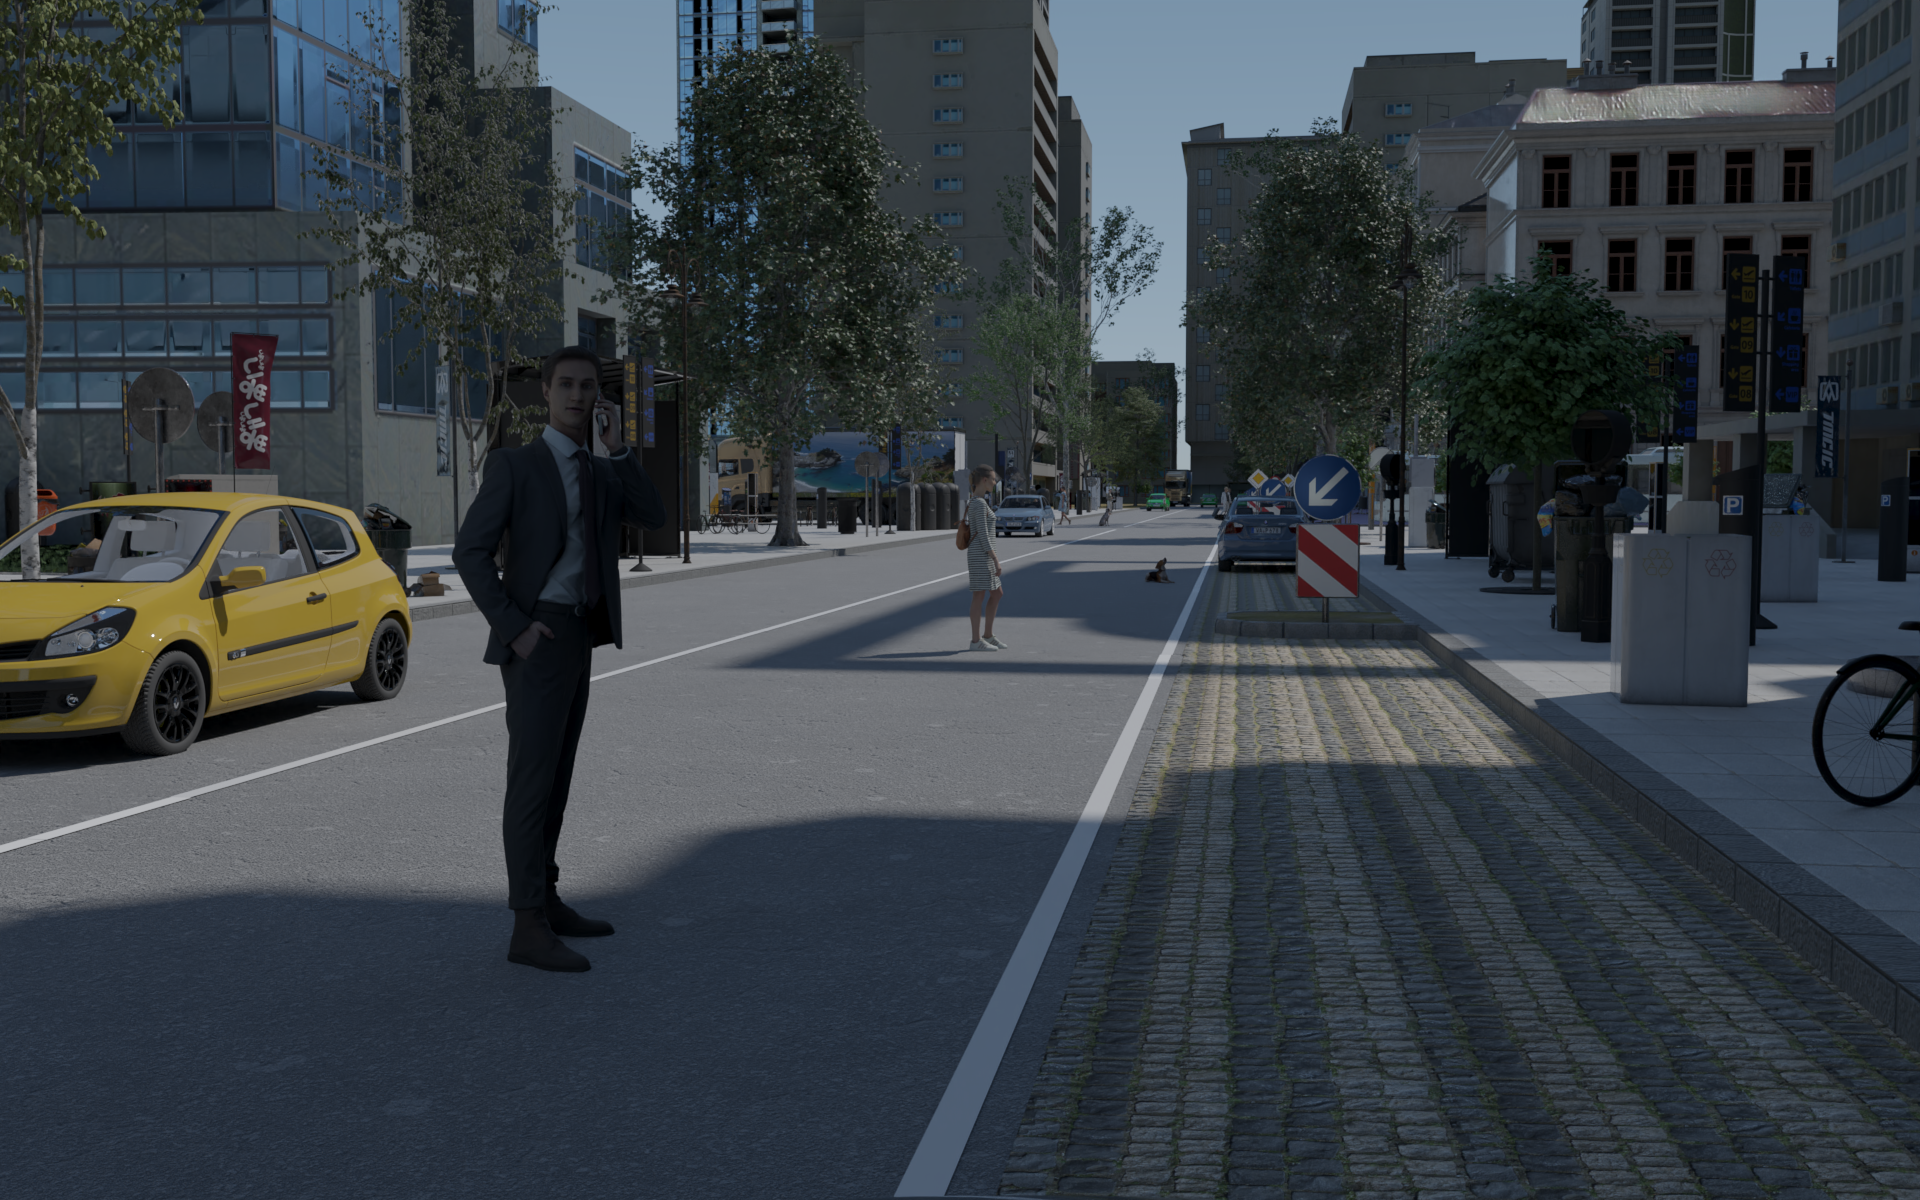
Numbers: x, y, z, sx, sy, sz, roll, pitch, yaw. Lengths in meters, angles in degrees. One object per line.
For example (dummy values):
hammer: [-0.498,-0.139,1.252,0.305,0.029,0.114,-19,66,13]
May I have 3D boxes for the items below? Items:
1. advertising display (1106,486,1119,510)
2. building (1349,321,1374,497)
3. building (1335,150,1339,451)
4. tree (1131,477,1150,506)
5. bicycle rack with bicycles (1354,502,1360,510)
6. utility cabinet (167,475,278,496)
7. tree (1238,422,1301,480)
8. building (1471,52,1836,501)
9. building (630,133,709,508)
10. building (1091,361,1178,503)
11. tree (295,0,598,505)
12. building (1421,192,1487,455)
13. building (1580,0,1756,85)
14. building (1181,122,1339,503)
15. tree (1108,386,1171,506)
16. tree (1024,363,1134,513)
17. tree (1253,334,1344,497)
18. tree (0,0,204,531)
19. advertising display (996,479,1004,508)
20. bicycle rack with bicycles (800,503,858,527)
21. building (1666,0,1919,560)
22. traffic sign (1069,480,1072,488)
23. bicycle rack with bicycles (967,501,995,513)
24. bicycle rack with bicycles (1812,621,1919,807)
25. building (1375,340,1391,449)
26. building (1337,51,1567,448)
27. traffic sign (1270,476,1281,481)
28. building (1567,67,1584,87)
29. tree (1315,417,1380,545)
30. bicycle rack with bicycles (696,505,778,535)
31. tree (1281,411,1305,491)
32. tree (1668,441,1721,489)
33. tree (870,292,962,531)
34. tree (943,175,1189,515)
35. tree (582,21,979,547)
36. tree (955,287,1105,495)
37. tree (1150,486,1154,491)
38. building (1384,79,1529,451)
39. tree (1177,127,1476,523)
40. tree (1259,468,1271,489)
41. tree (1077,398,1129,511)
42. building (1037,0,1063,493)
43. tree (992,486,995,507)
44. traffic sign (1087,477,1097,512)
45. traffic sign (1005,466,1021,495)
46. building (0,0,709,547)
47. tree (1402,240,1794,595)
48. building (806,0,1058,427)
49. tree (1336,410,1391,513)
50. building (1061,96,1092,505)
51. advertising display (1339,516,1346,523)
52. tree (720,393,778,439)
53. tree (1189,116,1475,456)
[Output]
advertising display: [12.052,-8.124,138.038,0.974,1.923,0.123,3,5,41]
building: [51.419,-19.450,163.039,27.650,21.520,28.899,1,4,9]
building: [52.014,-34.012,206.209,14.600,45.320,14.200,1,4,9]
tree: [19.722,-12.043,191.509,1.663,3.219,1.824,0,3,0]
bicycle rack with bicycles: [31.514,-7.739,139.910,2.852,0.926,2.925,-3,5,-41]
utility cabinet: [-8.557,-0.701,20.145,0.318,1.500,1.173,3,5,41]
tree: [28.657,-14.597,156.792,7.486,12.596,7.792,0,3,0]
building: [36.505,-15.190,84.516,21.152,22.565,11.583,1,4,9]
building: [-21.459,-55.051,212.747,31.000,86.520,22.319,1,4,9]
building: [17.325,-25.235,257.635,28.899,21.520,27.650,1,4,9]
tree: [-6.835,-4.501,23.955,4.360,8.622,3.978,0,3,0]
building: [32.677,-14.460,101.052,10.561,19.102,19.286,1,4,9]
building: [97.476,-48.963,238.799,20.611,71.187,20.563,1,4,9]
building: [46.398,-40.570,252.559,27.495,52.752,28.713,1,4,9]
tree: [18.813,-16.178,182.640,7.486,12.596,7.792,0,3,0]
tree: [8.605,-11.338,119.788,7.601,10.594,8.767,2,4,30]
tree: [20.275,-10.988,105.414,9.928,11.665,9.643,0,3,0]
tree: [-8.243,-3.934,14.687,4.737,8.622,4.395,0,3,0]
advertising display: [1.760,-4.350,76.341,0.123,1.923,0.974,-1,4,-13]
bicycle rack with bicycles: [-5.332,-3.403,69.015,2.852,0.926,2.925,0,4,-4]
building: [34.177,-21.131,37.372,32.217,40.220,23.993,1,4,9]
traffic sign: [7.972,-7.697,127.974,0.606,2.300,0.079,1,4,10]
bicycle rack with bicycles: [1.413,-4.738,90.847,2.925,0.926,2.852,1,4,23]
bicycle rack with bicycles: [4.896,0.401,6.829,2.925,0.926,2.852,0,4,4]
building: [40.184,-18.901,138.701,12.332,23.373,15.834,1,4,9]
building: [52.559,-34.487,187.558,21.300,48.544,21.600,1,4,9]
traffic sign: [21.828,-7.336,120.056,0.768,2.556,0.104,1,4,10]
building: [73.318,-42.959,244.374,28.212,58.520,21.231,1,4,9]
tree: [10.044,-3.019,43.961,1.663,3.219,1.824,0,3,0]
bicycle rack with bicycles: [-7.292,-2.590,55.736,2.852,0.926,2.925,3,5,43]
tree: [25.146,-11.054,131.088,4.737,8.622,4.395,0,3,0]
tree: [22.812,-3.624,53.857,1.663,3.219,1.824,0,3,0]
tree: [-1.768,-6.663,59.299,4.360,8.622,3.978,0,3,0]
tree: [4.988,-15.218,104.701,12.611,20.169,13.585,0,3,0]
tree: [-4.352,-7.680,42.570,9.611,12.733,9.660,0,3,0]
tree: [3.436,-9.906,87.720,9.928,11.665,9.643,0,3,0]
tree: [23.041,-13.448,214.478,1.663,3.219,1.824,0,3,0]
building: [37.225,-20.471,120.604,13.634,28.700,20.117,1,4,9]
tree: [11.743,-8.422,54.701,9.611,12.733,9.660,0,3,0]
tree: [33.679,-12.571,189.250,4.285,4.588,4.351,0,3,0]
tree: [10.527,-11.094,131.741,4.737,8.622,4.395,0,3,0]
building: [0.984,-45.612,184.011,20.563,71.187,20.611,1,4,9]
tree: [2.776,-8.909,140.270,1.663,3.219,1.824,0,3,0]
traffic sign: [9.538,-7.696,125.932,0.768,2.556,0.104,1,4,17]
traffic sign: [2.390,-4.842,79.276,0.768,2.556,0.104,1,4,17]
building: [-25.863,-45.065,49.487,31.000,86.520,22.319,1,4,9]
tree: [7.514,-2.381,22.639,4.285,4.588,4.351,0,3,0]
building: [-2.486,-33.041,163.923,21.300,48.544,21.600,1,4,9]
tree: [26.412,-10.056,114.770,4.737,8.622,4.395,0,3,0]
building: [4.500,-35.828,209.481,21.600,48.544,21.300,1,4,9]
advertising display: [14.235,-3.680,65.374,0.123,1.923,0.974,-3,4,-36]
tree: [-10.959,-8.649,91.769,4.737,8.622,4.395,0,3,0]
tree: [18.684,-14.012,84.993,12.611,20.169,13.585,0,3,0]
